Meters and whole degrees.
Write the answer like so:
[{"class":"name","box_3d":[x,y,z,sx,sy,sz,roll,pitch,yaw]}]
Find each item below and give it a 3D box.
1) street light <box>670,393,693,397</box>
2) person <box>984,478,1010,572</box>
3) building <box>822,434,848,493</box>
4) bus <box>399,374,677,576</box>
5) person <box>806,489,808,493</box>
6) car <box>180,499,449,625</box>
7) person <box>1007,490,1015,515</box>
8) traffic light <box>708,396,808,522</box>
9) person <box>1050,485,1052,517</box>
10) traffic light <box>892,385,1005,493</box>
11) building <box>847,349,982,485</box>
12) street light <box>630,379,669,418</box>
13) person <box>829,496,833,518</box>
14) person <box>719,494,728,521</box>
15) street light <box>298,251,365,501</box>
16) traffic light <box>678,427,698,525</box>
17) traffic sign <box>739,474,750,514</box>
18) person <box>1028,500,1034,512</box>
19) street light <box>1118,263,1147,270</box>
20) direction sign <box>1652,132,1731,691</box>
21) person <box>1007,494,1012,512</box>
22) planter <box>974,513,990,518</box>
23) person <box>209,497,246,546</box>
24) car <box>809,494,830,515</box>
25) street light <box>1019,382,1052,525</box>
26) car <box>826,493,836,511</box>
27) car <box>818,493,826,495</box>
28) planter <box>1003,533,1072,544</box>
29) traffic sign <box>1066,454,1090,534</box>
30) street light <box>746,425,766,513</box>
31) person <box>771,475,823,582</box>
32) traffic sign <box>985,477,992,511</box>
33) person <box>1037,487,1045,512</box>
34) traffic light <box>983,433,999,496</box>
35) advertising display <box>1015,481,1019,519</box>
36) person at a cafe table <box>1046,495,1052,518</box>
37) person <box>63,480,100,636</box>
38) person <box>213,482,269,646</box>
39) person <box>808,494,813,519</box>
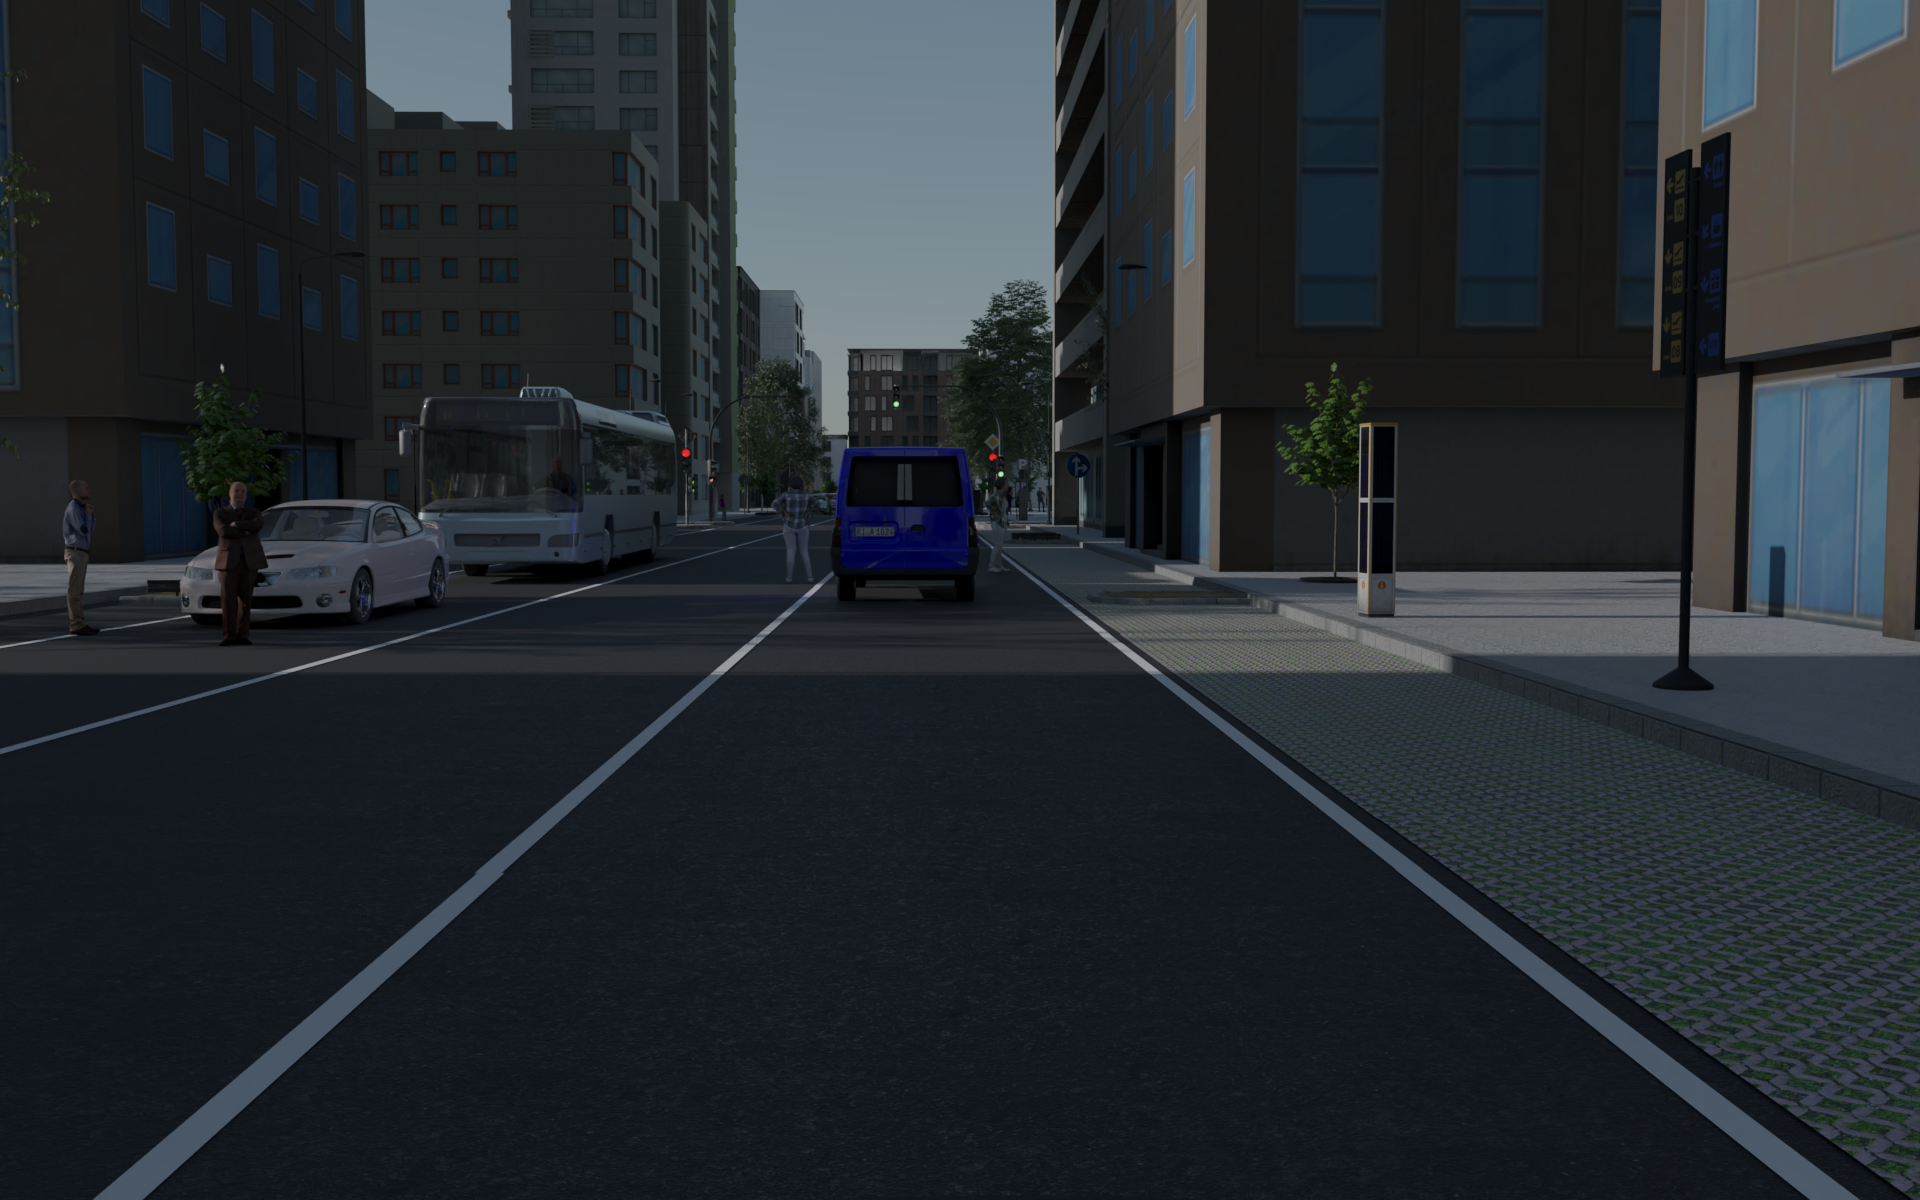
[{"class":"street light","box_3d":[-12.990,-6.566,79.888,1.470,5.913,1.316,0,4,-1]},{"class":"person","box_3d":[0.705,-1.389,31.940,0.376,1.734,0.841,1,4,22]},{"class":"building","box_3d":[-29.998,-18.485,244.376,28.070,9.664,9.099,0,4,-1]},{"class":"bus","box_3d":[-7.522,-2.336,33.051,2.948,3.499,13.247,0,4,-2]},{"class":"person","box_3d":[-15.494,-10.382,175.870,0.705,1.814,1.350,0,4,-2]},{"class":"car","box_3d":[-7.492,-0.500,20.531,2.083,1.381,4.827,0,4,0]},{"class":"person","box_3d":[3.162,-6.064,107.564,0.453,1.535,0.546,3,5,44]},{"class":"traffic light","box_3d":[-9.411,-6.449,80.106,4.771,5.953,1.251,0,4,-1]},{"class":"person","box_3d":[5.156,-5.518,96.385,0.434,1.807,0.598,0,4,-1]},{"class":"traffic light","box_3d":[-0.425,-5.962,72.145,4.771,5.953,1.251,0,4,-1]},{"class":"building","box_3d":[0.257,-25.070,253.864,32.646,21.610,27.936,0,4,-1]},{"class":"street light","box_3d":[-12.763,-5.968,70.117,1.470,5.913,1.316,0,4,-1]},{"class":"person","box_3d":[-7.860,-5.715,105.851,0.340,1.345,0.435,-1,4,-12]},{"class":"person","box_3d":[-11.814,-4.606,87.051,0.726,1.435,0.776,3,5,42]},{"class":"street light","box_3d":[-12.054,-3.710,33.206,1.470,5.913,1.316,0,4,-1]},{"class":"traffic light","box_3d":[-11.334,-5.084,72.044,0.839,4.253,0.868,0,4,-1]},{"class":"traffic sign","box_3d":[-13.890,-6.824,111.676,0.768,2.556,0.104,0,4,5]},{"class":"person","box_3d":[5.192,-6.887,126.568,0.347,0.859,0.695,1,4,21]},{"class":"street light","box_3d":[3.884,-3.823,35.052,1.470,5.913,1.316,0,4,-1]},{"class":"direction sign","box_3d":[4.789,-1.184,11.364,0.379,3.537,0.876,0,4,-2]},{"class":"person","box_3d":[3.505,-7.039,123.594,0.387,1.526,0.523,0,4,2]},{"class":"planter","box_3d":[1.019,-5.159,105.491,1.991,0.319,1.994,0,4,-1]},{"class":"person","box_3d":[-13.010,-1.476,30.887,0.504,1.737,0.576,3,4,35]},{"class":"car","box_3d":[-9.803,-6.491,117.922,2.131,1.459,4.920,0,4,0]},{"class":"street light","box_3d":[3.150,-6.071,71.799,1.470,5.913,1.316,0,4,-1]},{"class":"car","box_3d":[-9.360,-7.353,129.269,2.155,1.783,4.494,0,4,-3]},{"class":"car","box_3d":[-13.226,-9.582,166.264,1.945,1.707,3.694,0,4,-3]},{"class":"planter","box_3d":[2.158,-1.775,50.154,1.991,0.319,1.994,0,4,-1]},{"class":"traffic sign","box_3d":[3.755,-3.359,55.031,0.768,2.556,0.104,0,4,1]},{"class":"street light","box_3d":[-13.755,-8.820,116.743,1.470,5.913,1.316,0,4,-1]},{"class":"person","box_3d":[-2.656,-1.155,28.109,0.841,1.734,0.376,-1,4,-10]},{"class":"traffic sign","box_3d":[2.218,-7.880,128.937,0.768,2.556,0.104,0,4,7]},{"class":"person","box_3d":[5.734,-7.017,121.221,0.683,1.767,0.568,-2,4,-32]},{"class":"traffic light","box_3d":[1.498,-5.590,80.313,0.839,4.253,0.868,0,4,-1]},{"class":"advertising display","box_3d":[3.107,-5.020,87.297,0.123,1.923,0.974,-2,4,-34]},{"class":"person at a cafe table","box_3d":[5.681,-5.238,94.161,1.622,1.524,1.698,1,4,18]},{"class":"person","box_3d":[-8.957,-0.435,17.671,0.319,1.574,0.516,-1,4,-16]},{"class":"person","box_3d":[-6.826,-0.348,16.457,0.482,1.546,0.388,-2,4,-27]},{"class":"person","box_3d":[-8.849,-5.496,101.595,0.726,1.434,0.776,-2,4,-28]}]
